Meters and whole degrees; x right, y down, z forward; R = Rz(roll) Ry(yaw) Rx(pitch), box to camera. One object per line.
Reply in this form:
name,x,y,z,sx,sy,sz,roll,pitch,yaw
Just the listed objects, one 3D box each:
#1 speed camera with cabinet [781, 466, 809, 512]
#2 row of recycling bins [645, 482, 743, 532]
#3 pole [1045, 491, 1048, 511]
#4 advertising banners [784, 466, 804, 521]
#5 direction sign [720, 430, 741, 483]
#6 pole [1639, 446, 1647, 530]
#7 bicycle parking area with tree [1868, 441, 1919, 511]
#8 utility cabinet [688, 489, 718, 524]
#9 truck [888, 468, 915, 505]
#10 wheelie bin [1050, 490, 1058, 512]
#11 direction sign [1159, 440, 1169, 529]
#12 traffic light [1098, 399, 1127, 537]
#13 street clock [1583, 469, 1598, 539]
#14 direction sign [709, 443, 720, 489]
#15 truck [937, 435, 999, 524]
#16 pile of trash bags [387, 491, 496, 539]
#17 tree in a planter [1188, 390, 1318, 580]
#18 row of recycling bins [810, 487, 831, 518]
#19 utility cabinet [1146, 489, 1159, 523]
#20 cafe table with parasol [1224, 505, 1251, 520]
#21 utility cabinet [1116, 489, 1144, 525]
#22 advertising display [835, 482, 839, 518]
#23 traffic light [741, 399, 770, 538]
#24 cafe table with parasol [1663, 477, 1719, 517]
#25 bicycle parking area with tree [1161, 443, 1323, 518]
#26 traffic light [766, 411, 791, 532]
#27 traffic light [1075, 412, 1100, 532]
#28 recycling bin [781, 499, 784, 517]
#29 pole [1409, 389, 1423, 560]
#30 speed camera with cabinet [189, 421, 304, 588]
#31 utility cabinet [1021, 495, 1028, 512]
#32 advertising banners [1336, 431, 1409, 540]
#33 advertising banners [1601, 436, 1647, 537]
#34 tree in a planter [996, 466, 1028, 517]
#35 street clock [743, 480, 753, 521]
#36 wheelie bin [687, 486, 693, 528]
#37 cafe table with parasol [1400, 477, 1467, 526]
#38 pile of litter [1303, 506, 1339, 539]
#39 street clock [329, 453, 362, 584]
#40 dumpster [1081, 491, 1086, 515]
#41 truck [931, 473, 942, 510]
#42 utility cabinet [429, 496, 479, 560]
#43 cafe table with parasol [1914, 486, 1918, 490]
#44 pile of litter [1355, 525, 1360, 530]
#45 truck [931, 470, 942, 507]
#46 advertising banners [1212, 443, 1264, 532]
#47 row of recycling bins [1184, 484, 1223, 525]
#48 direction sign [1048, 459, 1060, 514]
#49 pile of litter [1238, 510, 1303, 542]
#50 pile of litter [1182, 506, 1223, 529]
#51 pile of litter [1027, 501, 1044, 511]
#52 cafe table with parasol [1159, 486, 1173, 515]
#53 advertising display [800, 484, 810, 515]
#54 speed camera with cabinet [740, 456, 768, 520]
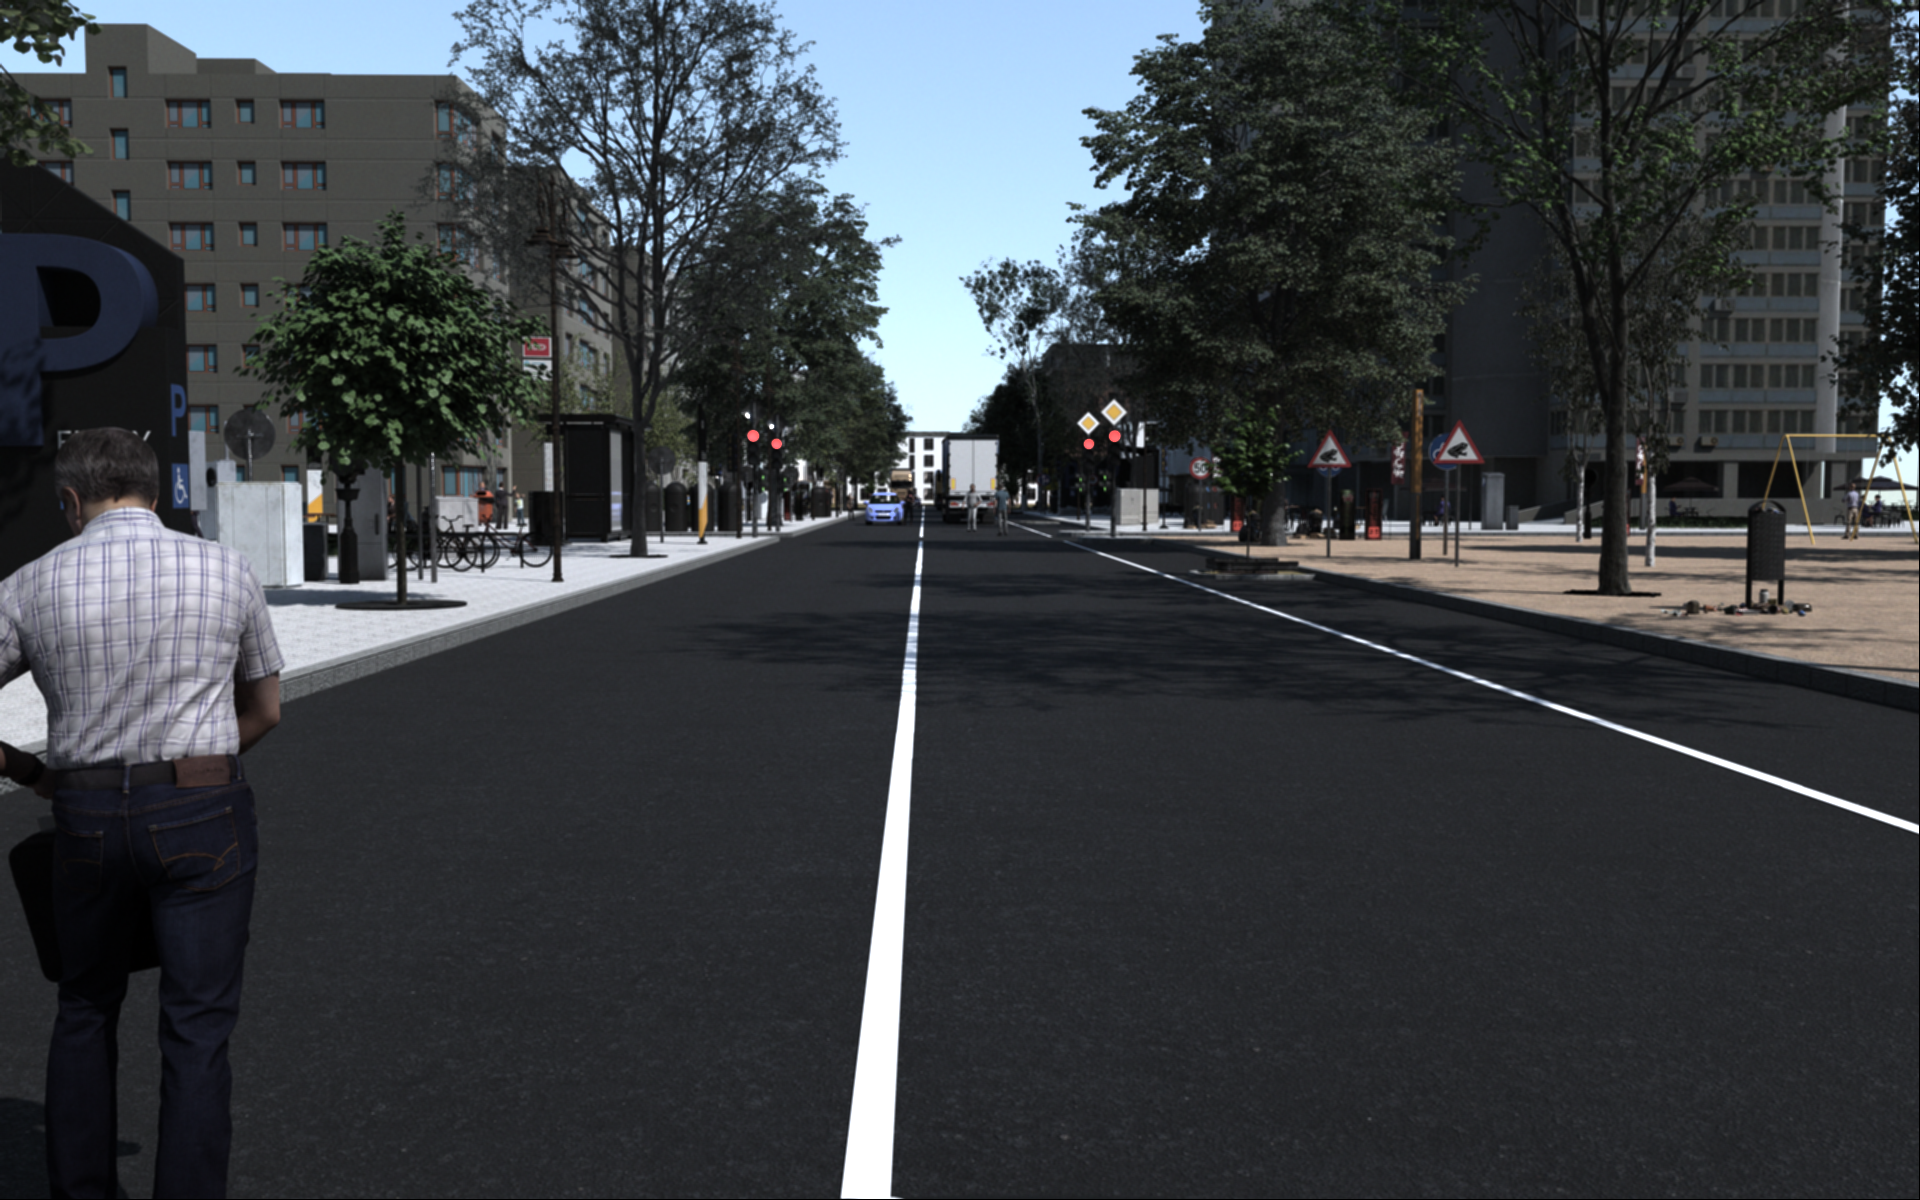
speed camera with cabinet,-11.608,-7.784,121.596,2.038,3.252,0.660,1,4,23
row of recycling bins,-9.161,-3.162,58.805,3.534,1.692,1.069,-1,4,-10
pole,6.707,-8.614,134.684,0.158,3.312,0.155,0,3,0
advertising banners,-8.320,-5.357,83.772,2.074,3.025,0.090,3,4,38
direction sign,-7.989,-4.234,61.217,0.379,3.537,0.876,-3,4,-38
pole,24.374,-4.154,61.764,0.158,3.312,0.155,0,3,0
bicycle parking area with tree,51.115,-6.614,95.148,9.016,4.147,8.231,0,4,7
utility cabinet,-10.783,-3.911,72.617,1.173,1.500,0.318,-1,4,-20
truck,-6.509,-12.402,191.686,2.839,4.237,11.283,0,4,-2
wheelie bin,6.989,-7.162,125.012,0.693,1.594,0.980,3,4,36
direction sign,7.570,-4.417,64.217,0.379,3.537,0.876,1,4,19
traffic light,4.514,-3.806,51.143,0.839,4.253,0.868,0,4,-1
street clock,17.999,-2.755,49.619,0.471,2.002,0.358,2,4,28
direction sign,-10.777,-5.166,76.464,0.379,3.537,0.876,2,4,28
truck,0.391,-6.013,87.232,2.839,4.237,11.283,0,4,-2
pile of trash bags,-15.007,-2.451,49.824,3.447,1.369,1.912,1,4,9
tree in a planter,4.979,-1.994,29.824,1.991,3.239,1.994,0,4,-1
row of recycling bins,-7.752,-5.434,95.951,1.069,1.692,3.534,0,4,2
utility cabinet,8.126,-4.100,75.707,1.173,1.500,0.318,-2,4,-32
cafe table with parasol,14.088,-4.975,86.212,2.610,1.966,2.610,-2,4,-30
utility cabinet,6.907,-3.810,70.978,1.173,1.500,0.318,-3,5,-41
advertising display,-6.753,-5.501,95.159,0.123,1.923,0.974,0,4,0
traffic light,-6.024,-3.792,50.914,0.839,4.253,0.868,0,4,-1
cafe table with parasol,29.223,-3.938,69.257,2.610,1.966,2.610,0,4,-6
bicycle parking area with tree,15.367,-6.624,95.304,9.016,4.147,8.231,1,4,12
traffic light,-6.187,-4.280,58.897,0.839,4.253,0.868,0,4,-1
traffic light,4.352,-4.294,59.127,0.839,4.253,0.868,0,4,-1
recycling bin,-10.070,-5.180,97.245,0.722,1.027,0.722,1,4,11
pole,8.921,-2.447,33.853,0.158,3.312,0.155,0,3,0
speed camera with cabinet,-10.137,-1.801,23.777,2.038,3.252,0.660,0,4,4
utility cabinet,4.683,-7.029,126.093,0.306,1.237,1.020,1,4,14
advertising banners,11.451,-3.171,48.027,2.074,3.025,0.090,0,4,-7
advertising banners,19.919,-3.407,51.892,2.074,3.025,0.090,-2,4,-34
tree in a planter,3.320,-6.990,111.510,1.991,3.239,1.994,0,4,-1
street clock,-10.028,-4.753,82.285,0.471,2.002,0.358,1,4,16
wheelie bin,-10.182,-3.551,65.971,0.693,1.594,0.980,0,4,-1
cafe table with parasol,18.962,-3.951,69.457,2.610,1.966,2.610,3,5,39
pile of litter,10.320,-2.190,49.775,1.719,0.858,1.176,1,4,11
street clock,-8.718,-1.230,24.677,0.471,2.002,0.358,1,4,23
dumpster,7.169,-6.471,108.293,1.502,2.255,1.985,0,4,-1
truck,-0.902,-9.921,158.133,3.469,3.379,9.791,0,4,-1
utility cabinet,-10.032,-1.420,34.384,0.306,1.237,1.020,2,4,33
cafe table with parasol,35.081,-3.745,66.101,2.610,1.966,2.610,-2,4,-34
pile of litter,14.015,-3.007,63.135,1.176,0.858,1.719,1,4,16
truck,-1.314,-12.196,189.160,2.967,4.110,18.799,0,4,-3
advertising banners,9.367,-3.795,58.233,2.074,3.025,0.090,0,4,-8
row of recycling bins,9.878,-3.863,70.265,1.069,1.692,3.534,2,4,24
direction sign,6.120,-7.333,111.891,0.876,3.537,0.379,0,4,3
pile of litter,8.163,-2.002,46.704,1.719,0.858,1.176,-3,5,-42
pile of litter,9.000,-3.075,64.240,1.719,0.858,1.176,-1,4,-10
pile of litter,5.770,-7.080,129.729,1.176,0.858,1.719,-3,5,-41
cafe table with parasol,11.177,-5.917,101.612,2.610,1.966,2.610,0,4,5
advertising display,-9.671,-6.277,107.838,0.123,1.923,0.974,-3,4,-36
speed camera with cabinet,-10.188,-5.675,87.129,2.038,3.252,0.660,-3,4,-36
